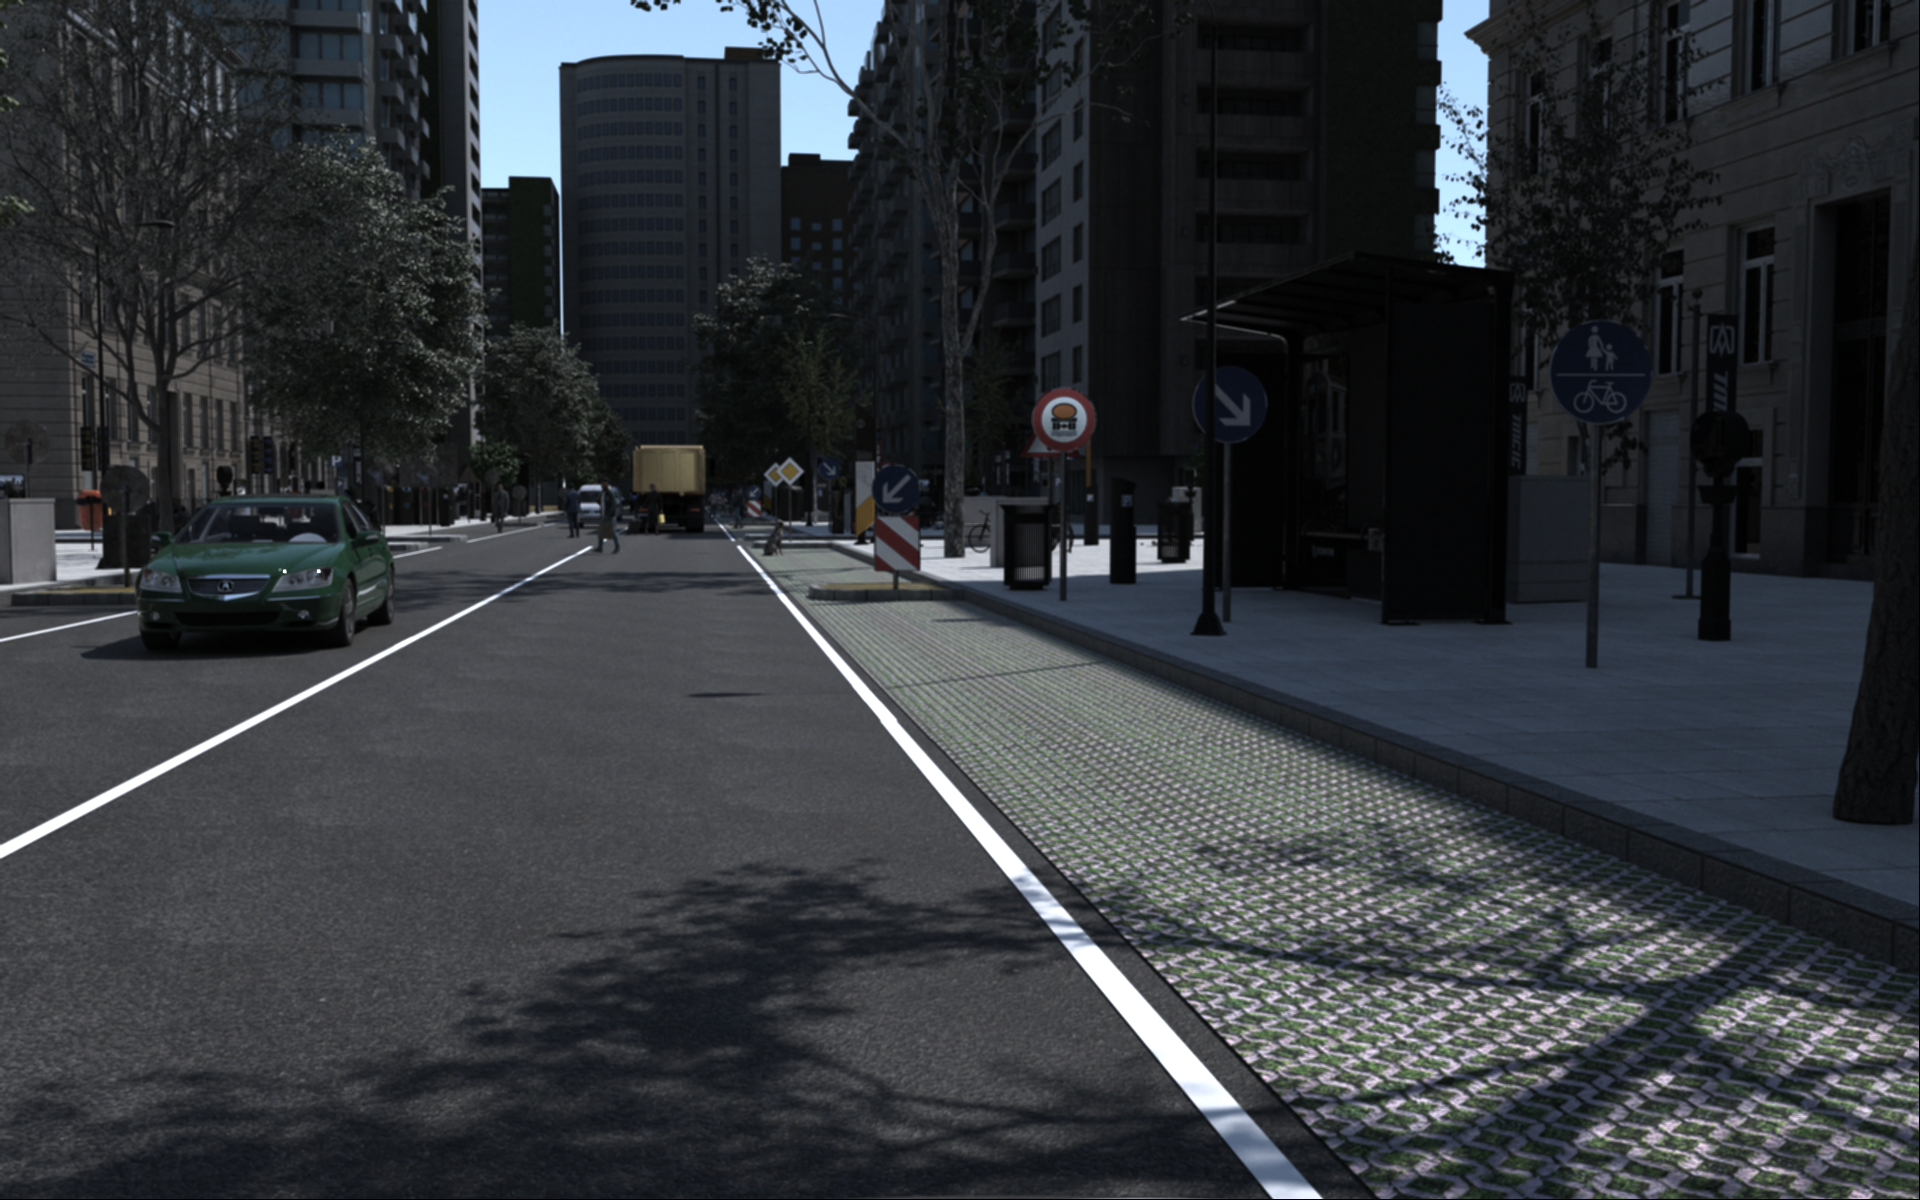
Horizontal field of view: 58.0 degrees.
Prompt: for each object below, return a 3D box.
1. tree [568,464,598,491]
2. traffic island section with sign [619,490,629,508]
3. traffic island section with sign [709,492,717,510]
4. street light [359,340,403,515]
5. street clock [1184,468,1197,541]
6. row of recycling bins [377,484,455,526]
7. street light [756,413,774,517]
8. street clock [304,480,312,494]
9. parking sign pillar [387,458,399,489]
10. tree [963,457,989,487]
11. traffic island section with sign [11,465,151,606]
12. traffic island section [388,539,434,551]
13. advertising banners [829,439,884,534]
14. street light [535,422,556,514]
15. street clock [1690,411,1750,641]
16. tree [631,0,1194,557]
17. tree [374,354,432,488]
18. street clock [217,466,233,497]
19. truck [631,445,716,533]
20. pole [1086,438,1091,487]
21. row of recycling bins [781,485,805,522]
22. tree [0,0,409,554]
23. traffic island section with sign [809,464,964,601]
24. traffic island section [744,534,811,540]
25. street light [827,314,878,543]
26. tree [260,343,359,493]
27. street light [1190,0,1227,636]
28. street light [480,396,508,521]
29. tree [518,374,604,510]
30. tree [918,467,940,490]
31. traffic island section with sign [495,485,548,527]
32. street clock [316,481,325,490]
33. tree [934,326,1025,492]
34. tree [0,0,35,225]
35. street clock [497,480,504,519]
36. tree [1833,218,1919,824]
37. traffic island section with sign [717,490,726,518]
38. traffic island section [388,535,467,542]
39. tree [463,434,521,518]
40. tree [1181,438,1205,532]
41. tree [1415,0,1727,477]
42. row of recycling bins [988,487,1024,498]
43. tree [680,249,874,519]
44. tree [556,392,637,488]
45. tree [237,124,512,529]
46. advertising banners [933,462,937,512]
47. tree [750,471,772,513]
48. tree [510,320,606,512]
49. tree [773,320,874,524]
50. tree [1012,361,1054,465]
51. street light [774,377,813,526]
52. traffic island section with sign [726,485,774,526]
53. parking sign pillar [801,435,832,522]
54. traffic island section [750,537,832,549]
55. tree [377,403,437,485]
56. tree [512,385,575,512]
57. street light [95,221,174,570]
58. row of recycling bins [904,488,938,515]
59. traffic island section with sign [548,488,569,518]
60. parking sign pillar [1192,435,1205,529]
[{"bbox_3d":[-36.964,-11.386,169.881,4.285,4.588,4.351,0,3,0],"label":"tree"},{"bbox_3d":[-35.485,-10.509,180.444,1.989,1.847,2.006,-1,4,-9],"label":"traffic island section with sign"},{"bbox_3d":[-21.304,-8.984,155.523,1.989,1.847,2.006,-1,4,-9],"label":"traffic island section with sign"},{"bbox_3d":[-17.514,-4.881,52.354,1.470,5.913,1.316,-1,4,-9],"label":"street light"},{"bbox_3d":[6.302,-2.617,47.366,0.358,2.002,0.471,1,4,20],"label":"street clock"},{"bbox_3d":[-22.596,-3.936,71.464,1.069,1.692,3.534,3,5,45],"label":"row of recycling bins"},{"bbox_3d":[-11.095,-7.700,98.443,1.470,5.913,1.316,-1,4,-9],"label":"street light"},{"bbox_3d":[-34.189,-5.279,90.886,0.358,2.002,0.471,0,4,-2],"label":"street clock"},{"bbox_3d":[-30.898,-6.496,94.683,1.447,3.967,1.447,-3,5,-40],"label":"parking sign pillar"},{"bbox_3d":[0.592,-5.853,90.300,1.663,3.219,1.824,0,3,0],"label":"tree"},{"bbox_3d":[-11.293,-0.891,23.189,1.989,1.847,2.006,-1,4,-9],"label":"traffic island section with sign"},{"bbox_3d":[-14.955,-1.384,44.912,2.009,0.180,2.903,-1,4,-9],"label":"traffic island section"},{"bbox_3d":[-3.304,-3.620,55.373,2.074,3.025,0.090,2,4,29],"label":"advertising banners"},{"bbox_3d":[-26.728,-8.514,111.751,1.470,5.913,1.316,-1,4,-9],"label":"street light"},{"bbox_3d":[6.624,-0.647,15.152,0.358,2.002,0.471,-1,4,-20],"label":"street clock"},{"bbox_3d":[-1.205,-10.862,33.483,12.611,20.169,13.585,0,3,0],"label":"tree"},{"bbox_3d":[-30.538,-8.532,89.866,4.360,8.622,3.978,0,3,0],"label":"tree"},{"bbox_3d":[-18.878,-2.443,44.507,0.471,2.002,0.358,3,5,44],"label":"street clock"},{"bbox_3d":[-11.270,-4.389,67.691,3.469,3.379,9.791,0,4,-8],"label":"truck"},{"bbox_3d":[4.112,-3.769,55.471,0.158,3.312,0.155,0,3,0],"label":"pole"},{"bbox_3d":[-7.824,-4.605,82.407,1.069,1.692,3.534,0,4,4],"label":"row of recycling bins"},{"bbox_3d":[-17.227,-7.739,36.903,12.009,13.543,11.850,0,3,0],"label":"tree"},{"bbox_3d":[-1.072,-0.936,23.928,1.989,1.847,2.006,-1,4,-9],"label":"traffic island section with sign"},{"bbox_3d":[-5.750,-1.964,54.396,2.009,0.180,2.903,-1,4,-9],"label":"traffic island section"},{"bbox_3d":[-2.742,-4.431,44.980,1.470,5.913,1.316,-1,4,-9],"label":"street light"},{"bbox_3d":[-31.146,-8.055,82.066,4.360,8.622,3.978,0,3,0],"label":"tree"},{"bbox_3d":[1.735,-2.632,15.574,1.470,5.913,1.316,-1,4,-9],"label":"street light"},{"bbox_3d":[-22.148,-6.714,82.308,1.470,5.913,1.316,-1,4,-9],"label":"street light"},{"bbox_3d":[-32.966,-13.283,142.937,9.928,11.665,9.643,0,3,0],"label":"tree"},{"bbox_3d":[-2.015,-7.261,113.315,1.663,3.219,1.824,0,3,0],"label":"tree"},{"bbox_3d":[-19.596,-4.192,77.171,1.989,1.847,2.006,-1,4,-9],"label":"traffic island section with sign"},{"bbox_3d":[-36.058,-5.697,97.723,0.358,2.002,0.471,1,4,18],"label":"street clock"},{"bbox_3d":[0.959,-7.701,76.277,4.737,8.622,4.395,0,3,0],"label":"tree"},{"bbox_3d":[-13.197,-5.987,16.019,7.486,12.596,7.792,0,3,0],"label":"tree"},{"bbox_3d":[-23.944,-5.245,90.324,0.358,2.002,0.471,0,4,-1],"label":"street clock"},{"bbox_3d":[3.864,-4.396,6.285,7.601,10.594,8.767,3,4,36],"label":"tree"},{"bbox_3d":[-13.597,-5.918,105.394,1.989,1.847,2.006,-1,4,-9],"label":"traffic island section with sign"},{"bbox_3d":[-16.169,-1.867,52.804,2.009,0.180,2.903,-1,4,-9],"label":"traffic island section"},{"bbox_3d":[-25.504,-6.786,94.671,4.285,4.588,4.351,0,3,0],"label":"tree"},{"bbox_3d":[8.445,-3.983,59.725,1.663,3.219,1.824,0,3,0],"label":"tree"},{"bbox_3d":[8.651,-4.512,24.133,4.360,8.622,3.978,0,3,0],"label":"tree"},{"bbox_3d":[2.661,-5.567,98.128,1.069,1.692,3.534,2,4,29],"label":"row of recycling bins"},{"bbox_3d":[-9.220,-11.175,89.364,9.857,13.997,8.962,0,3,0],"label":"tree"},{"bbox_3d":[-41.059,-17.013,195.171,9.611,12.733,9.660,0,3,0],"label":"tree"},{"bbox_3d":[-20.636,-9.398,60.311,9.857,13.997,8.962,0,3,0],"label":"tree"},{"bbox_3d":[-1.483,-6.164,96.966,0.090,3.025,2.074,-1,4,-10],"label":"advertising banners"},{"bbox_3d":[-13.671,-7.593,118.753,1.663,3.219,1.824,0,3,0],"label":"tree"},{"bbox_3d":[-30.497,-13.338,124.726,9.857,13.997,8.962,0,3,0],"label":"tree"},{"bbox_3d":[-5.991,-7.545,73.719,4.737,8.622,4.395,0,3,0],"label":"tree"},{"bbox_3d":[5.034,-8.779,93.905,4.360,8.622,3.978,0,3,0],"label":"tree"},{"bbox_3d":[-6.563,-5.902,69.046,1.470,5.913,1.316,-1,4,-9],"label":"street light"},{"bbox_3d":[-9.498,-4.289,78.752,1.989,1.847,2.006,-1,4,-9],"label":"traffic island section with sign"},{"bbox_3d":[-6.590,-5.573,79.595,1.447,3.967,1.447,2,4,32],"label":"parking sign pillar"},{"bbox_3d":[-4.535,-1.482,46.504,2.009,0.180,2.903,-1,4,-9],"label":"traffic island section"},{"bbox_3d":[-31.766,-9.070,98.655,4.737,8.622,4.395,0,3,0],"label":"tree"},{"bbox_3d":[-28.395,-10.225,117.547,4.360,8.622,3.978,0,3,0],"label":"tree"},{"bbox_3d":[-14.052,-3.484,29.512,1.470,5.913,1.316,-1,4,-9],"label":"street light"},{"bbox_3d":[-2.925,-6.062,106.231,3.534,1.692,1.069,-2,4,-33],"label":"row of recycling bins"},{"bbox_3d":[-23.695,-5.822,103.814,1.989,1.847,2.006,-1,4,-9],"label":"traffic island section with sign"},{"bbox_3d":[9.016,-4.616,63.946,1.447,3.967,1.447,2,4,33],"label":"parking sign pillar"}]
